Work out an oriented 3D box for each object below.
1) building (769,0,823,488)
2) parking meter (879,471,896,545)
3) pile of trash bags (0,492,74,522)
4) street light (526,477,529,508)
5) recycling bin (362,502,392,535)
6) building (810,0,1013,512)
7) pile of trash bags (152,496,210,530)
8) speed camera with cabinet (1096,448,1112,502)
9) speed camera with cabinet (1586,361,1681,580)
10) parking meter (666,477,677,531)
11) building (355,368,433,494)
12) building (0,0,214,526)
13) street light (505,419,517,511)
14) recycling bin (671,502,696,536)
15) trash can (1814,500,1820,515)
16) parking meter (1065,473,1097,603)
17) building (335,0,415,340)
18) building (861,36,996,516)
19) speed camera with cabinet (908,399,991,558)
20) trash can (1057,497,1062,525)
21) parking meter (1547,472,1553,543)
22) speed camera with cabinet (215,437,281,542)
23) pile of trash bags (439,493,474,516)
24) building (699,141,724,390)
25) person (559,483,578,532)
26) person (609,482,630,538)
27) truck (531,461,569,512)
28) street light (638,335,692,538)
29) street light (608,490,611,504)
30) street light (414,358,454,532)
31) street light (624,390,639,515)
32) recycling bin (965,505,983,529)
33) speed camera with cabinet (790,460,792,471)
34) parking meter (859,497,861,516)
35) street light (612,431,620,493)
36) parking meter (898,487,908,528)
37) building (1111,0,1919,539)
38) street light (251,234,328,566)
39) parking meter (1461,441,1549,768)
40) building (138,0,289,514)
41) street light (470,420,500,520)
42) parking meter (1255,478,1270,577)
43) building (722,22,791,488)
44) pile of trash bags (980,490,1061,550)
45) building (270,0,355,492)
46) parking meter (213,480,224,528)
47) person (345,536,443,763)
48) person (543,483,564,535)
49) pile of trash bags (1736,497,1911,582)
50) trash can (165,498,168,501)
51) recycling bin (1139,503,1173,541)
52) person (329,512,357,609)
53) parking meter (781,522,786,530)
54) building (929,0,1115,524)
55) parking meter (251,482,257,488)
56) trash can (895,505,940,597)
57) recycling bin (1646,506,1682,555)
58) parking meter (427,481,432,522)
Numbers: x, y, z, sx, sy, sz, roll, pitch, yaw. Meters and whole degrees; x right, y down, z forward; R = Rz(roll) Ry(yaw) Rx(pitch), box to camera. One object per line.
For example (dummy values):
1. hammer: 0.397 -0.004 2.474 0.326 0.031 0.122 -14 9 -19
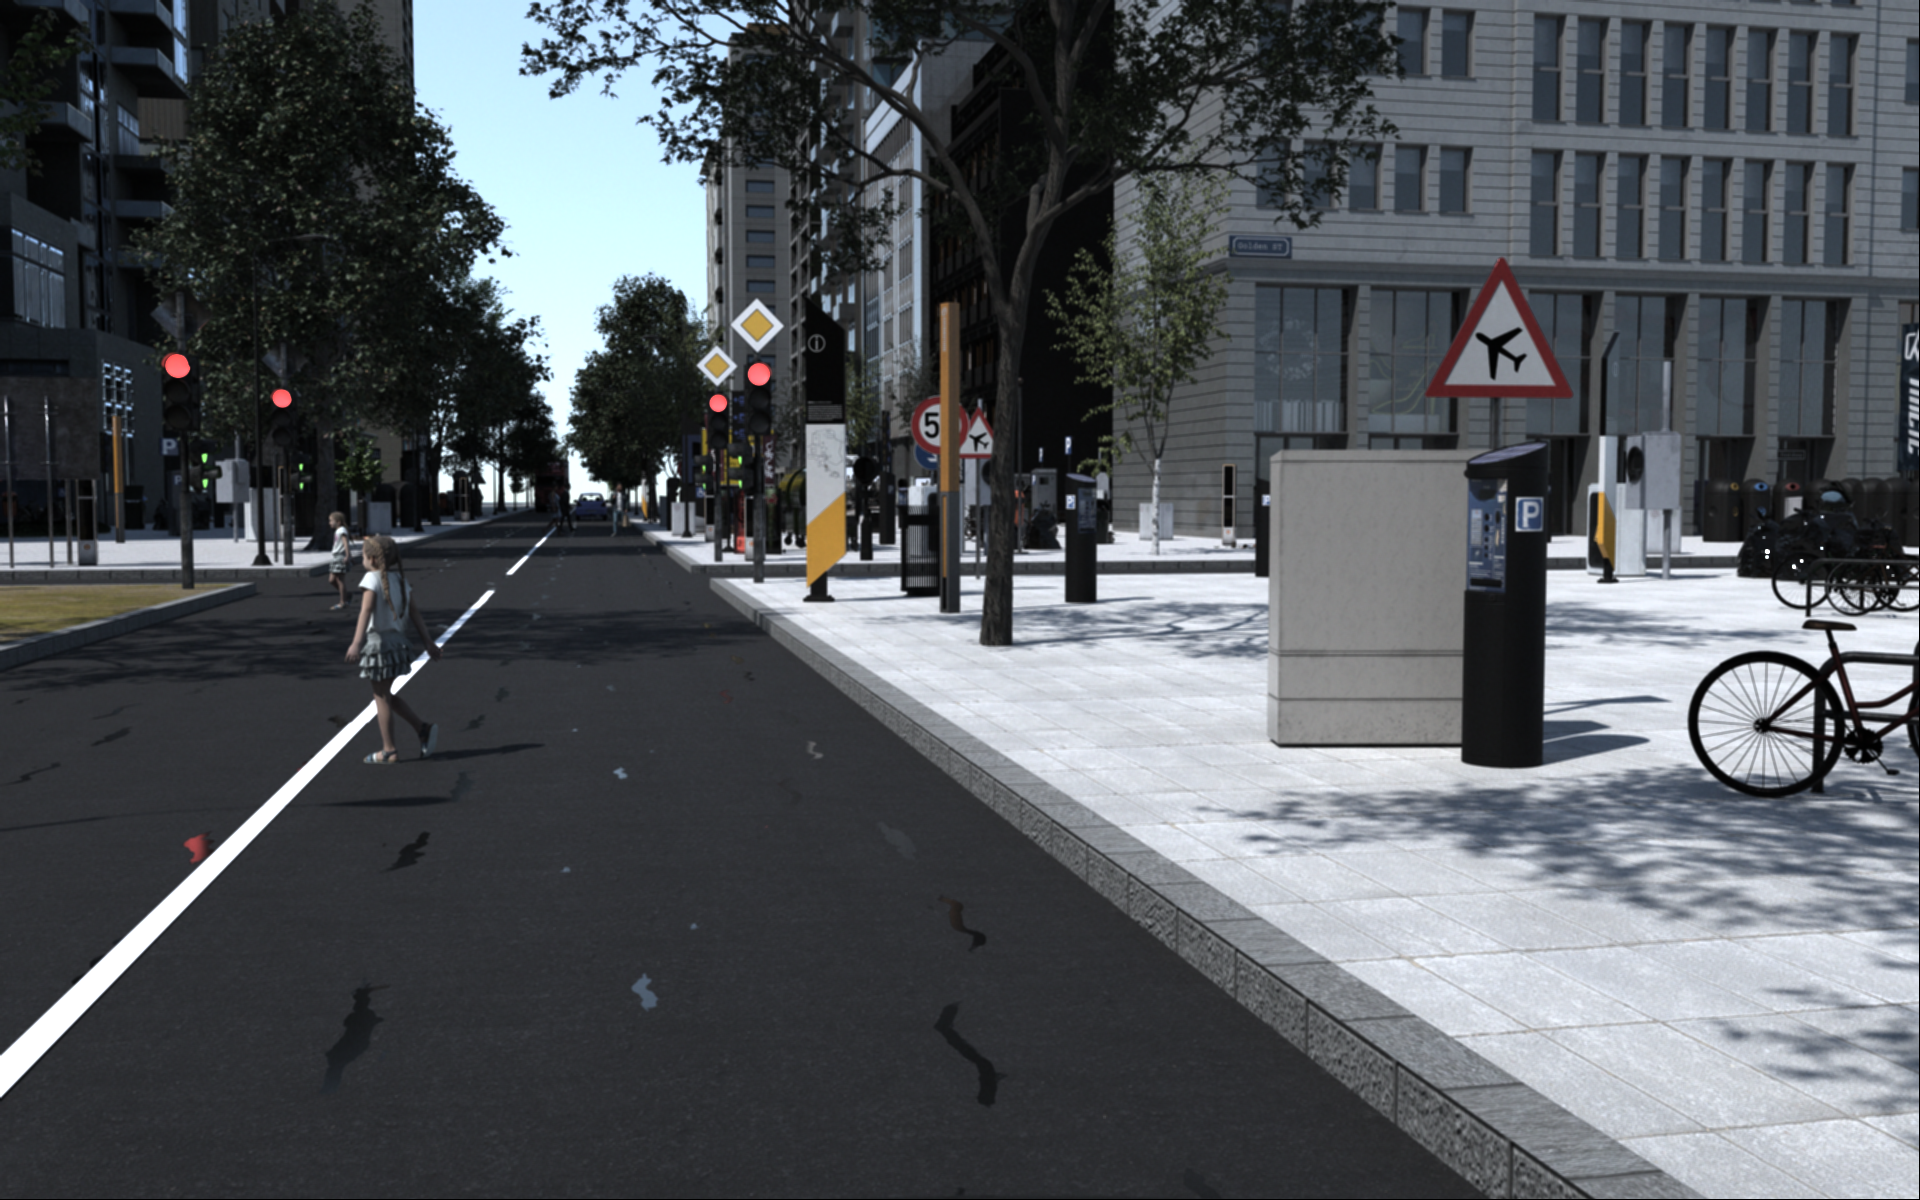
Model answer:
1. building: -6.609 -44.114 159.522 20.563 71.187 20.611 -1 4 -12
2. parking meter: -1.837 -2.340 43.962 0.255 1.863 0.399 3 5 42
3. pile of trash bags: -33.083 -3.179 61.731 1.912 1.369 3.447 0 4 -1
4. street light: -33.834 -9.855 133.664 1.470 5.913 1.316 -1 4 -12
5. recycling bin: -18.297 -2.551 54.266 0.722 1.027 0.722 -3 5 -43
6. building: 0.390 -31.539 135.263 23.786 49.044 30.456 -1 4 -12
7. pile of trash bags: -27.688 -3.168 61.553 1.912 1.369 3.447 -2 4 -25
8. speed camera with cabinet: 5.954 -4.804 72.880 0.660 3.252 2.038 1 4 14
9. speed camera with cabinet: 10.320 -1.972 26.581 0.660 3.252 2.038 0 4 -3
10. parking meter: -10.012 -3.329 60.138 0.255 1.863 0.399 -2 4 -28
11. building: -79.148 -22.222 208.373 27.650 21.520 28.899 -1 4 -12
12. building: -47.787 -46.811 78.032 22.319 86.520 31.000 -1 4 -12
13. street light: -28.075 -8.194 106.507 1.470 5.913 1.316 -1 4 -12
14. recycling bin: -8.514 -2.495 53.344 0.722 1.027 0.722 -1 4 -9
15. trash can: 21.611 -1.920 43.040 0.748 1.137 0.748 0 3 0
16. parking meter: 1.432 -0.739 20.494 0.372 1.533 0.369 0 3 0
17. building: -81.367 -48.526 231.649 20.563 71.187 20.611 -1 4 -12
18. building: 1.790 -17.297 100.832 12.078 24.808 19.932 -1 4 -12
19. speed camera with cabinet: -0.055 -2.519 35.521 2.038 3.252 0.660 -2 4 -33
20. trash can: 3.957 -3.723 72.530 0.748 1.137 0.748 0 3 0
21. parking meter: 15.327 -2.433 45.494 0.399 1.863 0.255 -2 4 -28
22. speed camera with cabinet: -19.125 -3.201 46.666 0.660 3.252 2.038 1 4 17
23. pile of trash bags: -29.612 -5.572 100.853 1.912 1.369 3.447 0 4 2
24. building: -22.757 -40.670 254.189 28.713 52.752 27.495 -1 4 -12
25. person: -15.039 -3.553 66.372 0.755 1.850 0.659 -1 4 -12
26. person: -11.057 -2.936 56.488 0.794 1.824 0.713 1 4 11
27. truck: -33.071 -9.261 140.336 2.839 4.237 11.283 -1 4 -11
28. street light: -8.588 -4.789 50.848 1.470 5.913 1.316 -1 4 -12
29. street light: -24.742 -9.403 126.276 1.470 5.913 1.316 -1 4 -12
30. street light: -17.729 -5.252 58.419 1.470 5.913 1.316 -1 4 -12
31. street light: -14.347 -6.442 77.875 1.470 5.913 1.316 -1 4 -12
32. recycling bin: 0.531 -3.091 63.085 0.722 1.027 0.722 0 4 -1
33. speed camera with cabinet: -9.236 -6.434 99.525 0.660 3.252 2.038 -2 4 -31
34. parking meter: -6.030 -5.712 101.801 0.372 1.533 0.369 0 3 0
35. street light: -20.232 -8.114 105.208 1.470 5.913 1.316 -1 4 -12
36. parking meter: -2.122 -3.451 64.842 0.372 1.533 0.369 0 3 0
37. building: 20.833 -17.084 56.815 29.804 29.767 11.434 -1 4 -12
38. street light: -11.999 -3.577 31.020 1.470 5.913 1.316 -1 4 -12
39. parking meter: 2.590 0.011 8.233 0.372 1.533 0.369 0 3 0
40. building: -59.148 -31.924 111.203 28.713 52.752 27.495 -1 4 -12
41. street light: -23.472 -6.887 85.139 1.470 5.913 1.316 -1 4 -12
42. parking meter: 4.774 -1.128 26.850 0.372 1.533 0.369 0 3 0
43. building: -20.292 -41.812 225.624 21.231 58.520 28.212 -1 4 -12
44. pile of trash bags: 1.378 -1.925 41.232 1.912 1.369 3.447 0 4 -1
45. building: -60.170 -30.450 147.974 14.600 45.320 14.200 -1 4 -12
46. parking meter: -28.134 -3.670 65.723 0.399 1.863 0.255 3 5 42
47. person: -3.018 0.266 9.167 0.382 1.210 0.505 1 4 17
48. person: -13.999 -3.120 59.614 0.778 1.811 0.616 0 4 -2
49. pile of trash bags: 13.690 -1.000 26.099 3.447 1.369 1.912 0 4 7
50. trash can: -25.517 -2.745 56.539 0.748 1.137 0.748 0 3 0
51. recycling bin: 5.463 -2.179 48.185 0.722 1.027 0.722 -1 4 -21
52. person: -7.648 -0.493 21.572 0.382 1.210 0.505 -2 4 -35
53. parking meter: -6.396 -3.260 61.713 0.372 1.533 0.369 0 3 0
54. building: 6.077 -15.503 83.144 12.332 23.373 15.834 -1 4 -12
55. parking meter: -34.323 -4.790 84.027 0.399 1.863 0.255 1 4 20
56. trash can: -0.445 -0.625 21.869 0.748 1.137 0.748 0 3 0
57. recycling bin: 14.961 -1.497 37.027 0.722 1.027 0.722 1 4 9
58. parking meter: -24.344 -4.526 79.715 0.255 1.863 0.399 0 4 -2
